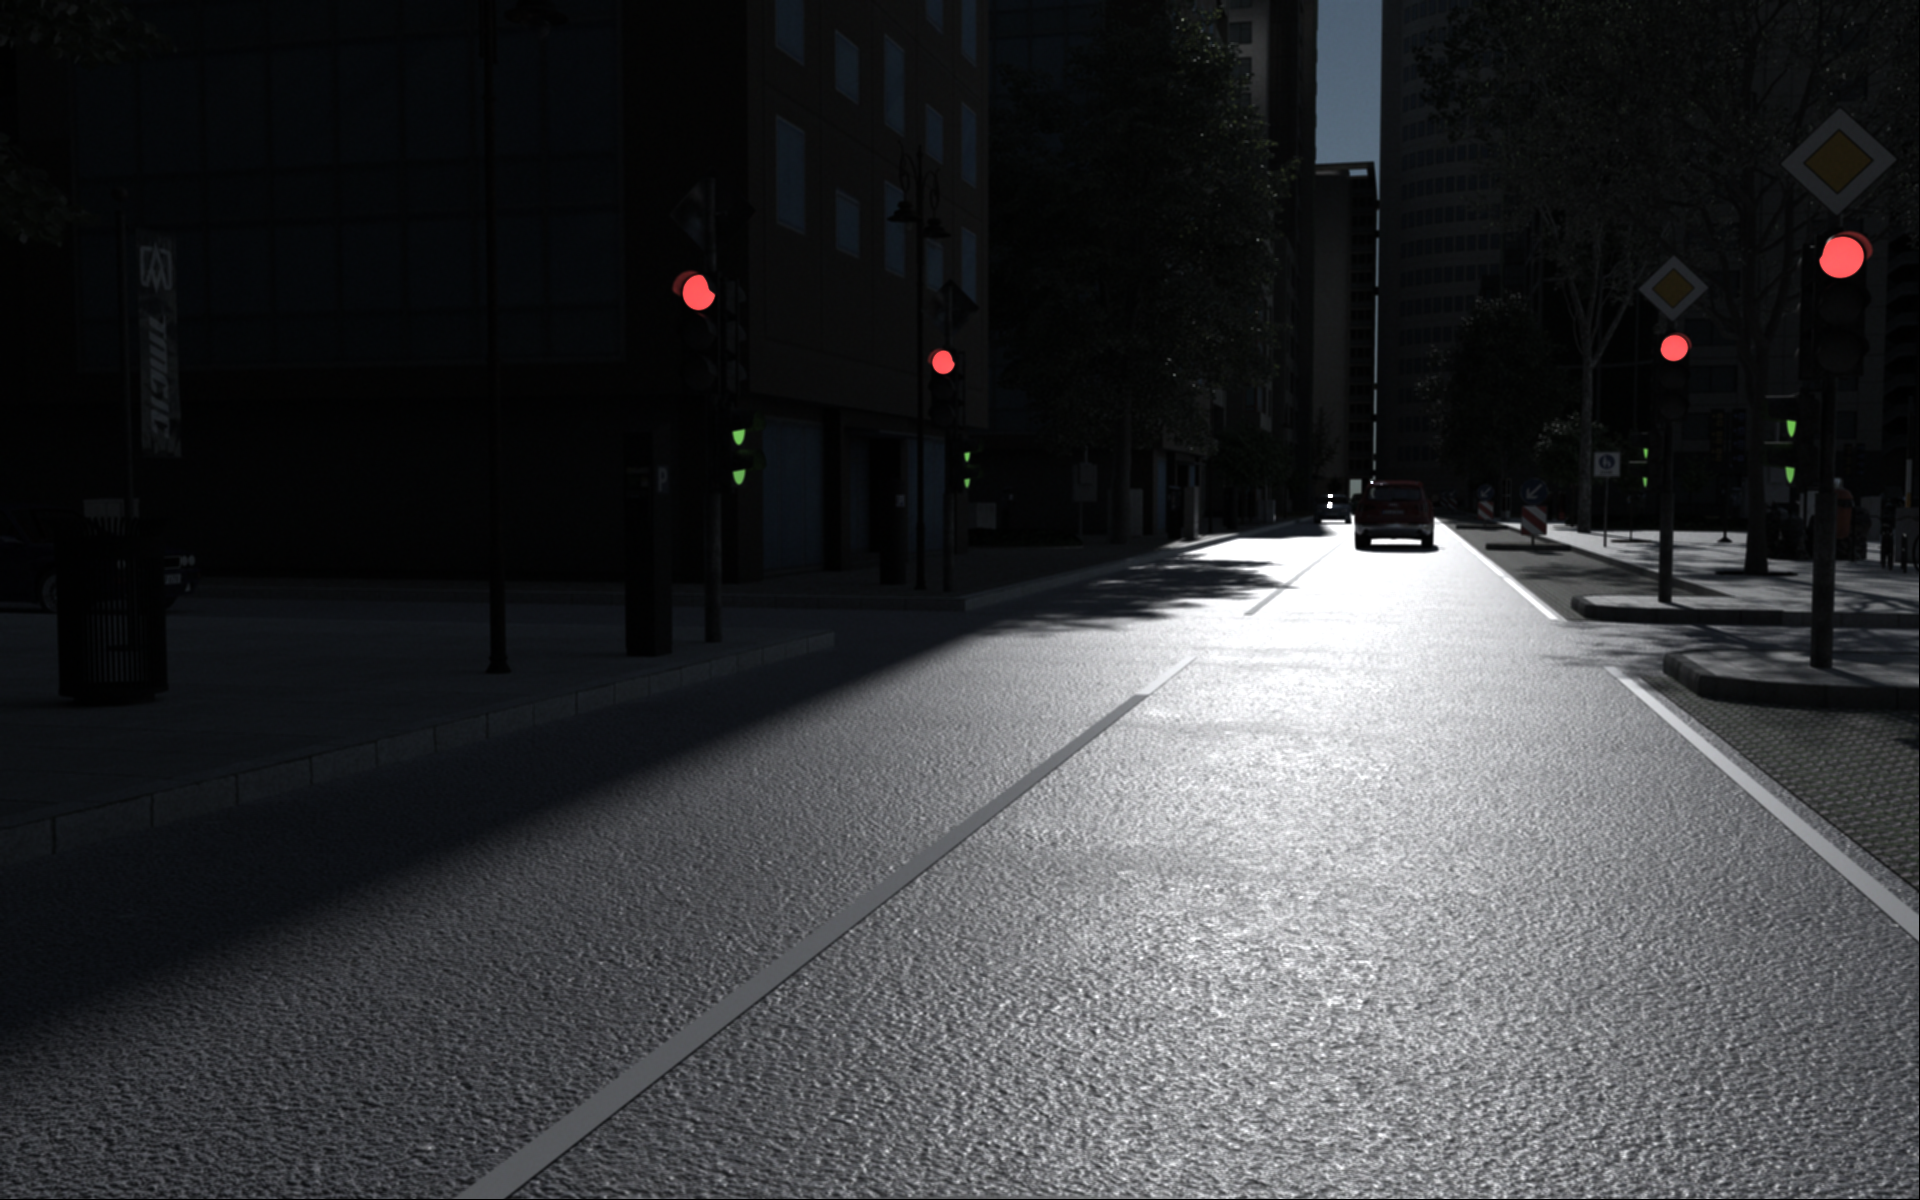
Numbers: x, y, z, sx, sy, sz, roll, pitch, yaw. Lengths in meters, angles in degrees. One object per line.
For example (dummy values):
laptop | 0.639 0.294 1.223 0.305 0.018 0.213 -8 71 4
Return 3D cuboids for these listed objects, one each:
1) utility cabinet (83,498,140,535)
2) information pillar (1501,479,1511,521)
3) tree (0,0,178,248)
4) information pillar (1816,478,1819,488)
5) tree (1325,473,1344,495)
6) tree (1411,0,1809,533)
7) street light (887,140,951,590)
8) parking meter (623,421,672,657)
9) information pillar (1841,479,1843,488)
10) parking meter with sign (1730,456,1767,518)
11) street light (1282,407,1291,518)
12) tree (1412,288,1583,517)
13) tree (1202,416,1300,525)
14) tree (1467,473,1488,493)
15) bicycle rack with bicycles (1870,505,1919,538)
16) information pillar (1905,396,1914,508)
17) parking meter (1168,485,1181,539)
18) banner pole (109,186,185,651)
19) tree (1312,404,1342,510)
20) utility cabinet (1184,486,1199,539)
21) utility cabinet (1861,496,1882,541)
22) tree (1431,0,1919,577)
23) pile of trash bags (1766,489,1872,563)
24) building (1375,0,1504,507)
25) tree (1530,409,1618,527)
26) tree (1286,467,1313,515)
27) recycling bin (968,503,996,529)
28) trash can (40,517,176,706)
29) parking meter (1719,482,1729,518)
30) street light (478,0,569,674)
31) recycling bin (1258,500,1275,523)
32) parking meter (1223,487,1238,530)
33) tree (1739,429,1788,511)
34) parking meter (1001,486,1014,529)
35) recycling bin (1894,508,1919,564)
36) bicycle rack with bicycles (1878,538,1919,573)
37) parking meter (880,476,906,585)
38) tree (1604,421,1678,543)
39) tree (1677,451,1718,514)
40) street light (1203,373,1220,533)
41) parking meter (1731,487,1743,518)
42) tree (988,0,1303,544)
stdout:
utility cabinet | -12.483 -0.876 25.485 1.020 1.237 0.306 2 4 35
information pillar | 26.367 -4.839 83.616 0.304 2.012 0.304 -2 4 -29
tree | -6.041 -5.369 5.914 7.486 12.596 7.792 0 3 0
information pillar | 38.792 -4.502 78.094 0.304 2.012 0.304 0 4 1
tree | 34.209 -10.025 158.505 1.663 3.219 1.824 0 3 0
tree | 21.988 -12.251 56.187 12.611 20.169 13.585 0 3 0
street light | -0.529 -3.076 23.076 0.468 5.910 1.993 1 4 14
parking meter | -2.480 -0.492 13.756 0.255 1.863 0.399 1 4 15
information pillar | 43.653 -4.995 86.152 0.304 2.012 0.304 -1 4 -21
parking meter with sign | 36.142 -5.069 79.147 1.738 3.016 0.543 0 4 6
street light | 17.317 -7.295 92.066 0.468 5.910 1.993 1 4 14
tree | 30.308 -11.005 96.943 9.611 12.733 9.660 0 3 0
tree | 11.792 -5.423 72.380 4.285 4.588 4.351 0 3 0
tree | 38.214 -8.156 127.945 1.663 3.219 1.824 0 3 0
bicycle rack with bicycles | 28.994 -2.567 55.359 2.925 0.926 2.852 -3 5 -44
information pillar | 22.712 -3.064 41.454 0.183 3.616 0.504 2 4 25
parking meter | 6.126 -2.510 49.448 0.372 1.533 0.369 0 3 0
banner pole | -6.766 -1.492 14.412 0.401 3.779 0.863 1 4 17
tree | 29.082 -11.709 141.808 4.737 8.622 4.395 0 3 0
utility cabinet | 6.620 -2.507 49.664 0.318 1.500 1.173 1 4 14
utility cabinet | 25.266 -2.258 48.086 0.306 1.237 1.020 1 4 14
tree | 12.586 -7.146 27.207 12.009 13.543 11.850 0 3 0
pile of trash bags | 16.808 -1.476 33.884 1.912 1.369 3.447 1 4 12
building | 58.505 -39.148 182.063 28.212 58.520 21.231 1 4 14
tree | 23.747 -5.094 66.997 4.285 4.588 4.351 0 3 0
tree | 20.872 -6.938 108.045 1.663 3.219 1.824 0 3 0
recycling bin | 0.566 -2.301 50.182 0.722 1.027 0.722 -2 4 -31
trash can | -5.221 0.061 10.660 0.748 1.137 0.748 0 3 0
parking meter | 35.971 -4.640 81.568 0.399 1.863 0.255 2 4 35
street light | -3.317 -2.415 12.270 0.468 5.910 1.993 1 4 14
recycling bin | 13.441 -3.879 75.970 0.722 1.027 0.722 1 4 14
parking meter | 9.813 -3.305 62.450 0.372 1.533 0.369 0 3 0
tree | 39.580 -6.138 84.070 4.285 4.588 4.351 0 3 0
parking meter | 1.453 -2.728 53.015 0.372 1.533 0.369 0 3 0
recycling bin | 17.980 -1.207 32.287 0.722 1.027 0.722 -1 4 -15
bicycle rack with bicycles | 16.303 -0.914 28.325 2.852 0.926 2.925 2 4 28
parking meter | -0.955 -0.990 24.590 0.372 1.533 0.369 0 3 0
tree | 17.871 -3.141 45.951 1.663 3.219 1.824 0 3 0
tree | 32.484 -5.029 76.820 1.663 3.219 1.824 0 3 0
street light | 8.302 -5.165 57.238 0.468 5.910 1.993 1 4 14
parking meter | 28.696 -3.400 64.001 0.372 1.533 0.369 0 3 0
tree | 4.139 -8.422 44.351 9.857 13.997 8.962 0 3 0
